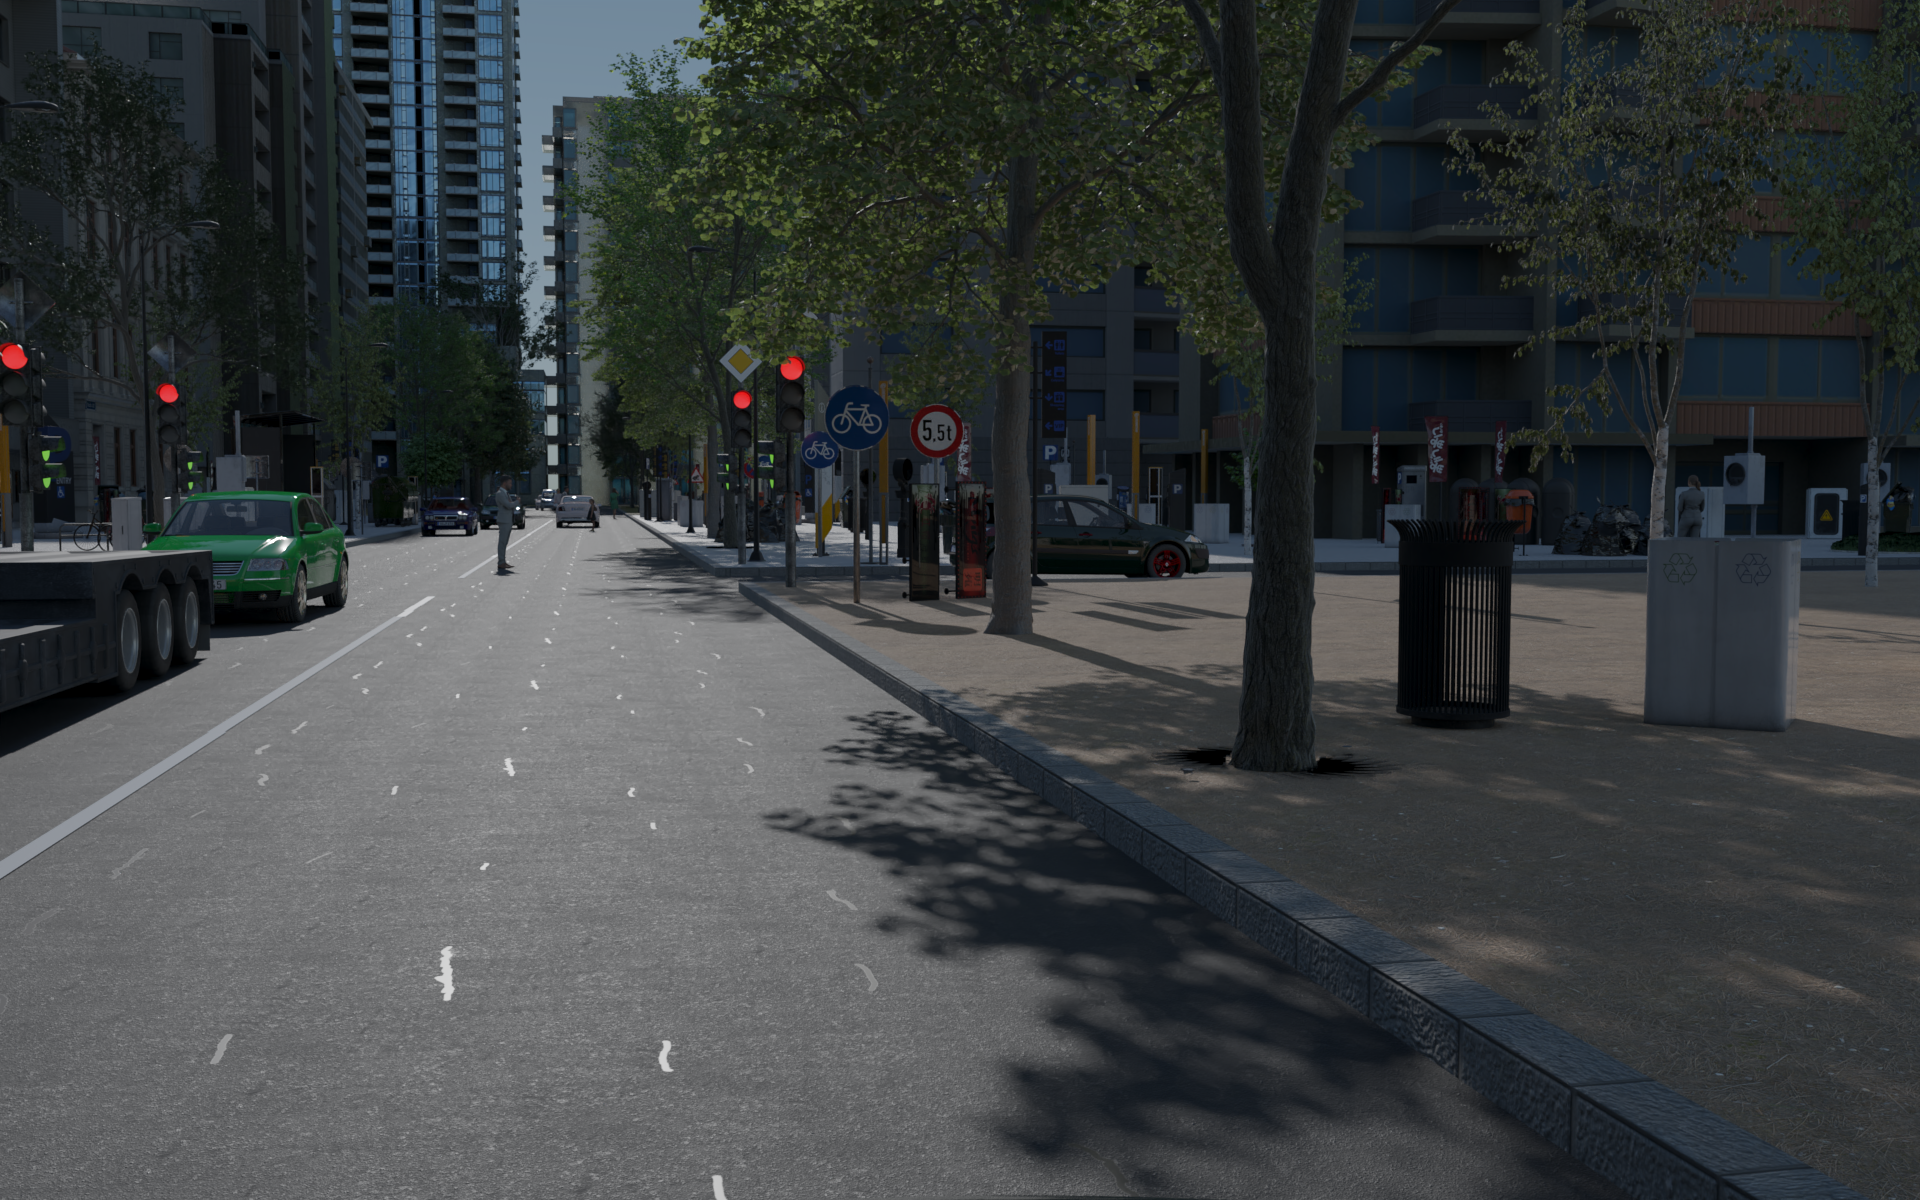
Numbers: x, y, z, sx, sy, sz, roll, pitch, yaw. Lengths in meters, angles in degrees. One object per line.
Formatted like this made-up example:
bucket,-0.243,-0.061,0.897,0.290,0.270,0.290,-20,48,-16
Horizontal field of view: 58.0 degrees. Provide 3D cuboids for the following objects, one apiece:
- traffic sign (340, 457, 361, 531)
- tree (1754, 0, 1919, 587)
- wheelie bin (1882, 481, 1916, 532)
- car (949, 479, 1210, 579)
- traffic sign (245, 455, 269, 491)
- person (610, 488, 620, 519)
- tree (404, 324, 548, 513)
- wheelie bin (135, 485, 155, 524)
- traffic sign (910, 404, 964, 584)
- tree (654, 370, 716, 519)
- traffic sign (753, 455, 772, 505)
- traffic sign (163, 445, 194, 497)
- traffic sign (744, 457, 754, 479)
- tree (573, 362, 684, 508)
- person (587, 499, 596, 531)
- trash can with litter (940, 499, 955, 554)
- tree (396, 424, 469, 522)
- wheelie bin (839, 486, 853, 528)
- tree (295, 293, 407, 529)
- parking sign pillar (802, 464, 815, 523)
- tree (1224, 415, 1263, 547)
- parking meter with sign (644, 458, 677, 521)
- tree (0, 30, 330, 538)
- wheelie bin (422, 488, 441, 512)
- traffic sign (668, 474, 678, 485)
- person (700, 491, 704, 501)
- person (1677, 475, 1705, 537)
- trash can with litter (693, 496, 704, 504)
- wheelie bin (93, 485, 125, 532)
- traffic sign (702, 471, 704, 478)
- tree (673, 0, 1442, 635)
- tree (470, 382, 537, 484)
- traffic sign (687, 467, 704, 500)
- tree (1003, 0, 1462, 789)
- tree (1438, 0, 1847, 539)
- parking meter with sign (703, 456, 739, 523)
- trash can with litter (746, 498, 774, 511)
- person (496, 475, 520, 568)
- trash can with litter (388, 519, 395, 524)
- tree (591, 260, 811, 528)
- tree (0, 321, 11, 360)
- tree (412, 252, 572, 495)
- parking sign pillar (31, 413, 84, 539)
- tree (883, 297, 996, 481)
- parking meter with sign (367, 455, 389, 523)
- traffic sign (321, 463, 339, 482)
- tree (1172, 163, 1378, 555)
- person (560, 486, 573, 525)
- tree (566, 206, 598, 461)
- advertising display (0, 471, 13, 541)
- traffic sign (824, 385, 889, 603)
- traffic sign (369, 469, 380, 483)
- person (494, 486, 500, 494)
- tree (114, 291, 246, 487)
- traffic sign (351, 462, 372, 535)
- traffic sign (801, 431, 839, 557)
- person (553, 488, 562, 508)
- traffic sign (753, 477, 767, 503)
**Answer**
traffic sign,-20.748,-3.606,59.071,0.768,2.556,0.104,0,4,-6
tree,12.670,-4.473,23.494,4.737,8.622,4.395,0,3,0
wheelie bin,23.119,-2.126,42.665,0.693,1.594,0.980,2,4,34
car,1.920,-1.113,27.981,4.222,1.686,2.009,-1,4,-11
traffic sign,-18.613,-2.676,45.883,0.606,2.300,0.079,0,4,-4
person,-20.069,-5.610,100.477,0.600,1.795,0.529,0,4,3
tree,-32.810,-12.261,117.482,9.611,12.733,9.660,0,3,0
wheelie bin,-28.587,-3.242,60.918,0.693,1.594,0.980,-3,4,-37
traffic sign,-0.326,-1.496,24.562,0.768,2.556,0.104,0,4,-3
tree,-14.584,-8.465,88.762,4.737,8.622,4.395,0,3,0
traffic sign,-6.446,-3.491,57.191,0.768,2.556,0.104,-1,4,-10
traffic sign,-19.784,-2.679,43.901,0.768,2.556,0.104,0,4,-6
traffic sign,-6.946,-3.580,58.644,0.768,2.556,0.104,0,4,-4
tree,-30.160,-15.177,158.508,12.009,13.543,11.850,0,3,0
person,-14.169,-3.266,66.565,0.373,1.253,0.362,-1,4,-14
trash can with litter,0.017,-1.567,37.015,1.055,1.170,0.624,-3,5,-39
tree,-24.731,-5.970,81.319,4.285,4.588,4.351,0,3,0
wheelie bin,-4.203,-3.526,65.554,0.693,1.594,0.980,-1,4,-14
tree,-22.268,-6.928,63.636,4.737,8.622,4.395,0,3,0
parking sign pillar,-6.329,-5.370,76.278,1.447,3.967,1.447,2,4,27
tree,7.440,-2.932,42.532,1.663,3.219,1.824,0,3,0
parking meter with sign,-14.272,-5.335,83.488,1.738,3.016,0.543,0,4,7
tree,-16.542,-6.168,35.253,7.601,10.594,8.767,2,4,26
wheelie bin,-26.475,-4.824,86.772,0.980,1.594,0.693,2,4,29
traffic sign,-16.174,-5.925,96.871,0.884,2.594,0.081,0,4,-6
person,-27.796,-10.923,187.228,0.705,1.807,1.348,-3,4,-38
person,13.799,-1.475,32.888,0.520,1.790,0.573,-1,4,-14
trash can with litter,-13.296,-4.577,86.220,1.055,1.170,0.624,-3,4,-38
wheelie bin,-29.104,-3.143,59.297,0.980,1.594,0.693,-2,4,-31
traffic sign,-11.904,-5.053,82.722,0.768,2.556,0.104,0,4,-6
tree,0.830,-5.977,15.848,7.486,12.596,7.792,0,3,0
tree,-43.173,-14.919,162.059,7.486,12.596,7.792,0,3,0
traffic sign,-12.426,-4.994,81.663,0.884,2.594,0.081,0,4,-4
tree,1.446,-5.009,7.648,9.928,11.665,9.643,0,3,0
tree,7.691,-4.211,19.213,4.360,8.622,3.978,0,3,0
parking meter with sign,-10.717,-5.042,78.695,1.738,3.016,0.543,-2,4,-26
trash can with litter,-6.080,-2.518,52.558,1.055,1.170,0.624,1,4,13
person,-8.728,-1.516,33.473,0.466,1.800,0.511,-1,4,-15
trash can with litter,-23.883,-3.784,73.262,1.055,1.170,0.624,2,4,31
tree,-9.117,-7.986,64.985,7.601,10.594,8.767,-2,4,-24
tree,-11.425,-2.067,17.510,4.285,4.588,4.351,0,3,0
tree,-34.667,-16.977,133.464,12.611,20.169,13.585,0,3,0
parking sign pillar,-26.124,-3.758,49.909,1.447,3.967,1.447,0,4,6
tree,-0.844,-6.770,61.055,4.737,8.622,4.395,0,3,0
parking meter with sign,-25.939,-4.946,77.133,0.543,3.016,1.738,0,4,-2
traffic sign,-25.587,-4.291,70.267,0.768,2.556,0.104,0,4,-3
tree,6.157,-5.236,35.965,4.737,8.622,4.395,0,3,0
person,-18.459,-4.415,80.963,0.850,1.792,0.678,0,4,8
tree,-7.577,-8.071,50.088,7.486,12.596,7.792,0,3,0
advertising display,-26.145,-2.543,46.794,0.974,1.923,0.123,-3,4,-37
traffic sign,-1.214,-1.237,20.324,0.768,2.556,0.104,-1,4,-11
traffic sign,-27.271,-4.857,80.590,0.795,2.450,0.064,0,4,-4
person,-22.167,-4.549,83.053,0.511,1.800,0.466,0,4,-6
tree,-28.826,-6.952,64.031,4.737,8.622,4.395,0,3,0
traffic sign,-18.894,-3.215,54.702,0.606,2.300,0.079,-1,4,-11
traffic sign,-2.844,-2.144,35.164,0.768,2.556,0.104,0,4,-4
person,-21.485,-5.146,93.312,0.731,1.740,0.598,-2,4,-35
traffic sign,-6.513,-3.559,58.201,0.884,2.594,0.081,0,4,-8
